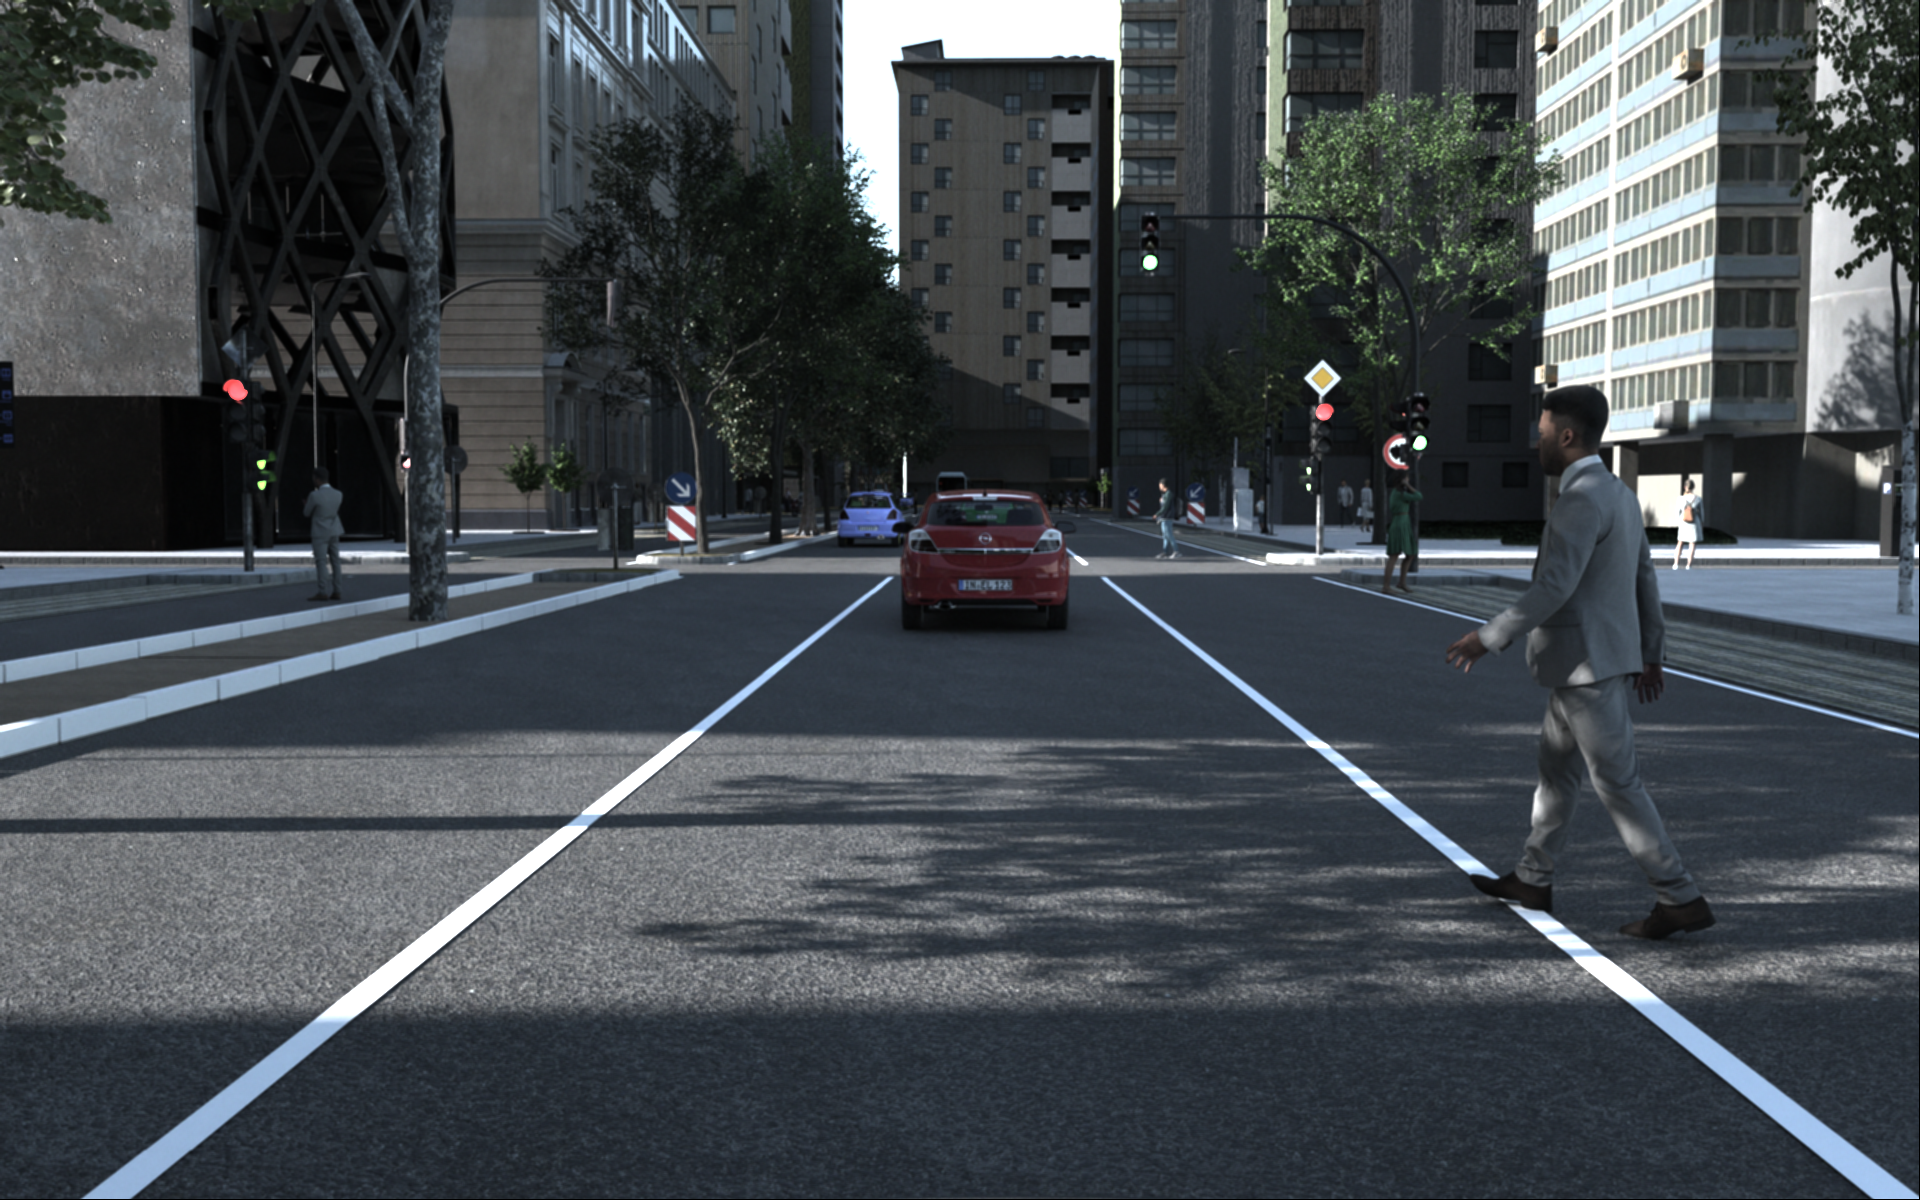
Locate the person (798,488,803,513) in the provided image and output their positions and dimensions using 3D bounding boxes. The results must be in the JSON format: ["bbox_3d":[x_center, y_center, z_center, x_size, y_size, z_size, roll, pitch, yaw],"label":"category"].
[{"bbox_3d":[-10.168,-6.331,111.859,0.661,1.843,0.795,-2,4,-28],"label":"person"}]

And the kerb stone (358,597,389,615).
[{"bbox_3d":[-7.105,0.092,20.753,0.120,0.150,1.000,0,4,1],"label":"kerb stone"}]

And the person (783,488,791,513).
[{"bbox_3d":[-11.748,-6.762,117.532,0.436,1.711,0.756,-1,4,-17],"label":"person"}]

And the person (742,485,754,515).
[{"bbox_3d":[-13.044,-6.155,106.521,0.661,1.843,0.795,3,5,43],"label":"person"}]

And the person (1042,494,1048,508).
[{"bbox_3d":[8.801,-10.105,176.899,0.799,1.438,0.628,0,4,-1],"label":"person"}]

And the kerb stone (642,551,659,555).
[{"bbox_3d":[-6.758,-0.948,37.696,0.120,0.150,1.000,0,4,1],"label":"kerb stone"}]

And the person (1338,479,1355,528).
[{"bbox_3d":[14.411,-3.597,64.700,0.795,1.843,0.661,-3,5,-44],"label":"person"}]

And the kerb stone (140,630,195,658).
[{"bbox_3d":[-7.213,0.402,15.623,0.120,0.150,1.000,0,4,1],"label":"kerb stone"}]

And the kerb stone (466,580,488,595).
[{"bbox_3d":[-7.022,-0.156,24.854,0.120,0.150,1.000,0,4,1],"label":"kerb stone"}]

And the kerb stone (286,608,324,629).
[{"bbox_3d":[-7.147,0.216,18.689,0.120,0.150,1.000,0,4,1],"label":"kerb stone"}]

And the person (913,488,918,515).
[{"bbox_3d":[-3.121,-6.822,120.057,0.705,1.823,1.348,0,4,-2],"label":"person"}]

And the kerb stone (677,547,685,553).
[{"bbox_3d":[-6.695,-1.137,40.781,0.120,0.150,1.000,0,4,1],"label":"kerb stone"}]

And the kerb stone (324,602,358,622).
[{"bbox_3d":[-7.125,0.151,19.719,0.120,0.150,1.000,0,4,1],"label":"kerb stone"}]

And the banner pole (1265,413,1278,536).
[{"bbox_3d":[9.634,-3.905,53.865,0.401,3.779,0.863,-1,4,-10],"label":"banner pole"}]

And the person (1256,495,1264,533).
[{"bbox_3d":[10.048,-2.878,57.781,0.332,1.250,0.352,3,5,44],"label":"person"}]

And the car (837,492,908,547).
[{"bbox_3d":[-2.425,-2.347,47.972,1.945,1.707,3.694,0,4,1],"label":"car"}]

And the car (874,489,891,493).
[{"bbox_3d":[-6.575,-8.208,142.874,2.281,1.827,5.304,0,4,3],"label":"car"}]

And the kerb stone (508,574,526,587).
[{"bbox_3d":[-6.977,-0.284,26.910,0.120,0.150,1.000,0,4,1],"label":"kerb stone"}]

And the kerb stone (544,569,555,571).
[{"bbox_3d":[-6.930,-0.414,28.962,0.120,0.150,1.000,0,4,1],"label":"kerb stone"}]

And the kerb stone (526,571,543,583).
[{"bbox_3d":[-6.963,-0.348,27.935,0.120,0.150,1.000,0,4,1],"label":"kerb stone"}]

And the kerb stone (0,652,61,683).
[{"bbox_3d":[-7.252,0.527,13.576,0.120,0.150,1.000,0,4,1],"label":"kerb stone"}]

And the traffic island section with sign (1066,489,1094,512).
[{"bbox_3d":[9.689,-7.938,138.414,1.989,1.847,2.006,0,4,1],"label":"traffic island section with sign"}]

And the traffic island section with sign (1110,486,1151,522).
[{"bbox_3d":[8.654,-4.867,88.196,1.989,1.847,2.006,0,4,1],"label":"traffic island section with sign"}]

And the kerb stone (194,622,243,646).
[{"bbox_3d":[-7.190,0.340,16.646,0.120,0.150,1.000,0,4,1],"label":"kerb stone"}]

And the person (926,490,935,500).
[{"bbox_3d":[-2.161,-7.903,138.431,1.217,1.743,0.721,-1,4,-20],"label":"person"}]

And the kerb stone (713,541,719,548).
[{"bbox_3d":[-6.583,-1.447,45.911,0.120,0.150,1.000,0,4,1],"label":"kerb stone"}]

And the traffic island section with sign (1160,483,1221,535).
[{"bbox_3d":[8.098,-3.200,60.950,1.989,1.847,2.006,0,4,1],"label":"traffic island section with sign"}]

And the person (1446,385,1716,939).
[{"bbox_3d":[2.085,0.185,5.742,0.850,1.792,0.678,3,4,36],"label":"person"}]

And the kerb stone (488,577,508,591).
[{"bbox_3d":[-6.993,-0.226,25.884,0.120,0.150,1.000,0,4,1],"label":"kerb stone"}]

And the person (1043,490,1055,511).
[{"bbox_3d":[7.711,-8.580,148.877,1.348,1.812,0.705,-3,5,-41],"label":"person"}]

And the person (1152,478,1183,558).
[{"bbox_3d":[4.648,-1.836,38.869,0.721,1.781,0.623,0,4,0],"label":"person"}]

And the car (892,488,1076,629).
[{"bbox_3d":[0.275,-0.659,19.821,2.155,1.783,4.494,0,4,0],"label":"car"}]

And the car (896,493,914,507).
[{"bbox_3d":[-5.872,-10.806,186.273,1.945,1.707,3.694,0,4,1],"label":"car"}]

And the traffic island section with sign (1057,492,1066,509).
[{"bbox_3d":[10.248,-9.586,165.363,1.989,1.847,2.006,0,4,1],"label":"traffic island section with sign"}]

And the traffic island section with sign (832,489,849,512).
[{"bbox_3d":[-9.219,-7.975,139.016,1.989,1.847,2.006,0,4,1],"label":"traffic island section with sign"}]

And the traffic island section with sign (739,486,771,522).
[{"bbox_3d":[-10.253,-4.914,88.974,1.989,1.847,2.006,0,4,1],"label":"traffic island section with sign"}]

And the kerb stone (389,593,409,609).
[{"bbox_3d":[-7.089,0.027,21.778,0.120,0.150,1.000,0,4,1],"label":"kerb stone"}]

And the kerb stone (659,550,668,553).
[{"bbox_3d":[-6.738,-1.011,38.719,0.120,0.150,1.000,0,4,1],"label":"kerb stone"}]

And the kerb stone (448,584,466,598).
[{"bbox_3d":[-7.044,-0.100,23.832,0.120,0.150,1.000,0,4,1],"label":"kerb stone"}]

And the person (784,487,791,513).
[{"bbox_3d":[-11.941,-6.917,119.680,0.434,1.755,0.990,-2,4,-27],"label":"person"}]

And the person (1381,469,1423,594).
[{"bbox_3d":[6.284,-0.983,24.812,0.529,1.795,0.600,-1,4,-9],"label":"person"}]

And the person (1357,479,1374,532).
[{"bbox_3d":[13.696,-3.187,58.507,0.624,1.780,0.694,-1,4,-20],"label":"person"}]

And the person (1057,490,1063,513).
[{"bbox_3d":[7.362,-7.269,128.136,0.721,1.735,1.217,0,4,-6],"label":"person"}]

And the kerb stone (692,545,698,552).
[{"bbox_3d":[-6.650,-1.262,42.835,0.120,0.150,1.000,0,4,1],"label":"kerb stone"}]

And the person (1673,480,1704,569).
[{"bbox_3d":[13.563,-1.390,32.234,0.512,1.701,0.522,2,4,24],"label":"person"}]

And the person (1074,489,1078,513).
[{"bbox_3d":[8.596,-7.330,128.352,0.705,1.824,1.348,0,4,4],"label":"person"}]

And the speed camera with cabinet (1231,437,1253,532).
[{"bbox_3d":[9.734,-3.995,59.653,0.660,3.252,2.038,0,4,4],"label":"speed camera with cabinet"}]

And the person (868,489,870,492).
[{"bbox_3d":[-6.382,-6.889,121.132,0.705,1.824,1.348,2,4,35],"label":"person"}]

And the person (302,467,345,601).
[{"bbox_3d":[-8.640,-0.903,23.448,0.466,1.800,0.511,1,4,18],"label":"person"}]

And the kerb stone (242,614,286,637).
[{"bbox_3d":[-7.165,0.277,17.668,0.120,0.150,1.000,0,4,1],"label":"kerb stone"}]

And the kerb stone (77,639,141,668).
[{"bbox_3d":[-7.233,0.465,14.597,0.120,0.150,1.000,0,4,1],"label":"kerb stone"}]

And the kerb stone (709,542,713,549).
[{"bbox_3d":[-6.600,-1.388,44.885,0.120,0.150,1.000,0,4,1],"label":"kerb stone"}]

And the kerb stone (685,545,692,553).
[{"bbox_3d":[-6.667,-1.199,41.803,0.120,0.150,1.000,0,4,1],"label":"kerb stone"}]

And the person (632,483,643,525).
[{"bbox_3d":[-13.407,-3.993,71.885,0.362,1.759,0.519,2,4,31],"label":"person"}]

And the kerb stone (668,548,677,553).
[{"bbox_3d":[-6.714,-1.073,39.759,0.120,0.150,1.000,0,4,1],"label":"kerb stone"}]

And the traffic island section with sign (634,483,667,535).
[{"bbox_3d":[-10.819,-3.225,61.349,1.989,1.847,2.006,0,4,1],"label":"traffic island section with sign"}]
